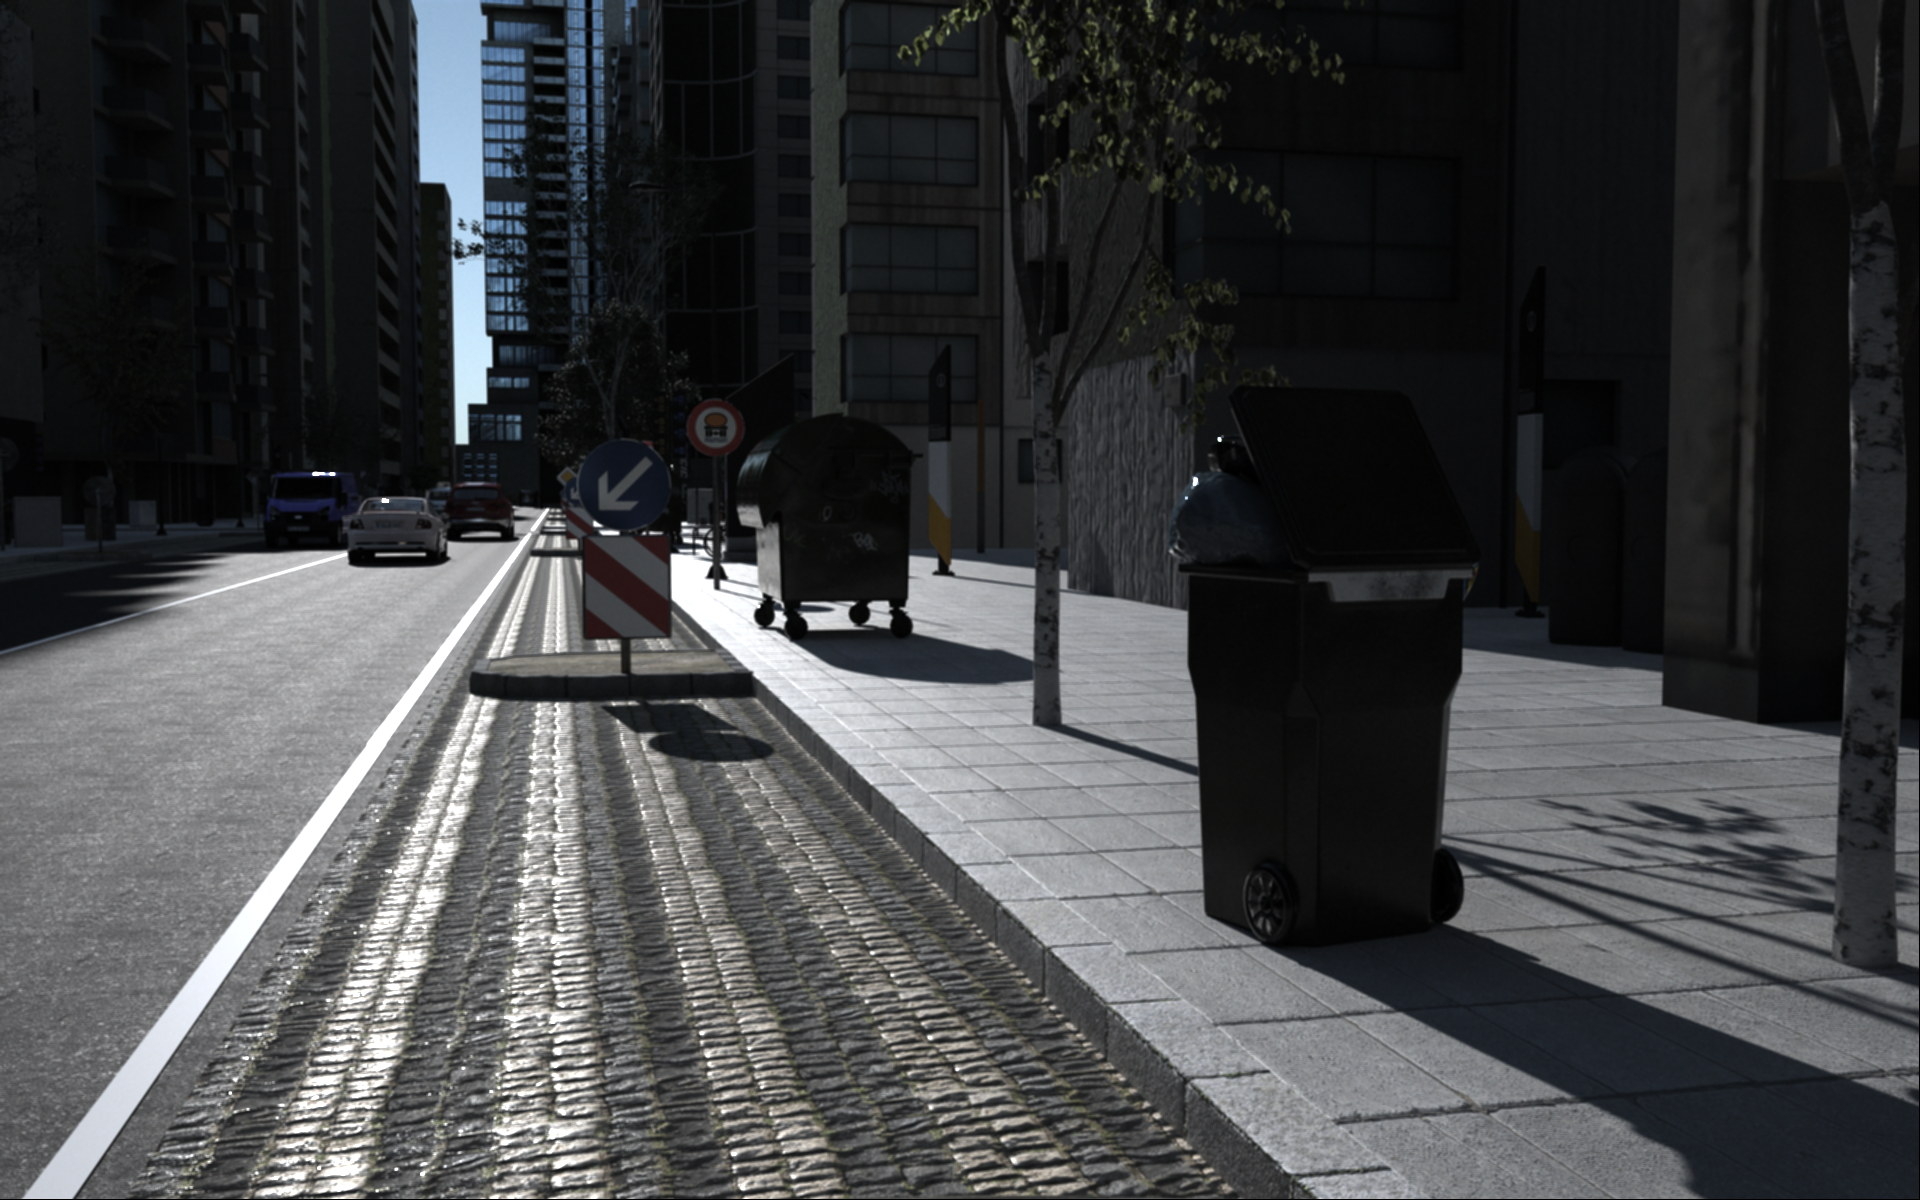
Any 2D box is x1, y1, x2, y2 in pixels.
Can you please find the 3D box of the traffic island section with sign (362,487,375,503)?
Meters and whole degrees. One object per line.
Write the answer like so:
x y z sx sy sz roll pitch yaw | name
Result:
-31.092 -5.045 91.118 1.989 1.847 2.006 -1 4 -13 | traffic island section with sign

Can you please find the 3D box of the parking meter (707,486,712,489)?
-17.043 -6.849 117.691 0.399 1.863 0.255 0 3 0 | parking meter

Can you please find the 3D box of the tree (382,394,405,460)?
-42.400 -10.696 125.237 4.360 8.622 3.978 0 3 0 | tree

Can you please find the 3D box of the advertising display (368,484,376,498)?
-37.473 -6.433 110.401 0.123 1.923 0.974 0 4 6 | advertising display

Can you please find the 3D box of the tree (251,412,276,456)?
-43.703 -9.406 104.158 4.737 8.622 4.395 0 3 0 | tree

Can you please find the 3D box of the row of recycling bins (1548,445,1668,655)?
6.128 -0.402 13.690 1.069 1.692 3.534 -2 4 -29 | row of recycling bins

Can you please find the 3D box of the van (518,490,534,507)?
-49.588 -11.698 198.278 2.013 2.044 4.112 -1 4 -13 | van

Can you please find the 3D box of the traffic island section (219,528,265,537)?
-24.035 -2.264 59.297 2.009 0.180 2.903 -1 4 -13 | traffic island section

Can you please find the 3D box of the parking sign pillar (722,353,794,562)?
-3.846 -2.737 33.221 1.447 3.967 1.447 -1 4 -13 | parking sign pillar

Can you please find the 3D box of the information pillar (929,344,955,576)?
-0.310 -2.202 27.353 0.183 3.616 0.504 -3 4 -38 | information pillar

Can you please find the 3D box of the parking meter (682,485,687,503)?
-17.288 -6.300 108.723 0.255 1.863 0.399 -1 4 -15 | parking meter

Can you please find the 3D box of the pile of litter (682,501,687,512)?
-17.060 -5.720 107.493 1.719 0.858 1.176 2 4 29 | pile of litter

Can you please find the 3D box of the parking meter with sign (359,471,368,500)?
-44.932 -8.276 131.577 1.738 3.016 0.543 3 5 42 | parking meter with sign

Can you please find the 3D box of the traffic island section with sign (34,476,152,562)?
-18.618 -1.756 37.337 1.989 1.847 2.006 -1 4 -13 | traffic island section with sign

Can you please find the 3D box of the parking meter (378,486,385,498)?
-40.996 -7.160 122.780 0.255 1.863 0.399 2 4 28 | parking meter

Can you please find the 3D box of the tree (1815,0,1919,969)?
2.569 -3.297 4.272 4.360 8.622 3.978 0 3 0 | tree

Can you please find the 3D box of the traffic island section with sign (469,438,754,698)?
-2.658 -0.271 13.056 1.989 1.847 2.006 -1 4 -13 | traffic island section with sign

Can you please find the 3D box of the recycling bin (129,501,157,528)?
-31.355 -3.296 66.442 0.722 1.027 0.722 3 4 36 | recycling bin

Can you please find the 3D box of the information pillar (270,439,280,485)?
-29.230 -5.036 73.693 0.183 3.616 0.504 -2 4 -28 | information pillar

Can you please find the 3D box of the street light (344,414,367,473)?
-35.210 -7.844 100.788 1.470 5.913 1.316 -1 4 -13 | street light

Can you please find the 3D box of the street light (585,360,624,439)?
-12.185 -5.373 60.384 1.470 5.913 1.316 -1 4 -13 | street light

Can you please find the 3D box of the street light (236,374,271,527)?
-27.258 -5.765 66.802 1.470 5.913 1.316 -1 4 -13 | street light

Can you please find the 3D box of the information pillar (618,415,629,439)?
-9.966 -3.670 51.362 0.183 3.616 0.504 -3 5 -40 | information pillar

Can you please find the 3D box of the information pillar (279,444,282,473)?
-31.505 -5.414 79.867 0.504 3.616 0.183 -1 4 -17 | information pillar

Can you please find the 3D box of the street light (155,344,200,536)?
-24.225 -4.961 53.646 1.470 5.913 1.316 -1 4 -13 | street light

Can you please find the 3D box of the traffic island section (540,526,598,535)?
-13.910 -2.407 61.630 2.009 0.180 2.903 -1 4 -13 | traffic island section

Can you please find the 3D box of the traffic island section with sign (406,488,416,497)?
-37.275 -6.677 117.802 1.989 1.847 2.006 -1 4 -13 | traffic island section with sign

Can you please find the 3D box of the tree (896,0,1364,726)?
0.642 -3.599 9.208 4.360 8.622 3.978 0 3 0 | tree

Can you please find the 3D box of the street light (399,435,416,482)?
-43.159 -9.957 135.329 1.470 5.913 1.316 -1 4 -13 | street light

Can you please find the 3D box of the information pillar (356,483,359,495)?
-39.301 -6.619 112.707 0.304 2.012 0.304 -1 4 -10 | information pillar

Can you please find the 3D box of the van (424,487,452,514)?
-31.471 -5.998 105.080 2.013 2.044 4.112 -1 4 -14 | van

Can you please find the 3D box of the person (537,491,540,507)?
-45.594 -10.867 186.852 0.551 1.740 0.621 -2 4 -32 | person

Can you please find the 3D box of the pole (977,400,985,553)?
0.457 -2.672 37.529 0.158 3.312 0.155 0 3 0 | pole

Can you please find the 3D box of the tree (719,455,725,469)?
-6.160 -4.409 55.798 4.285 4.588 4.351 0 3 0 | tree

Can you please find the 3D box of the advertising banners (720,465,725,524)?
-10.199 -4.775 74.260 0.090 3.025 2.074 -1 4 -12 | advertising banners

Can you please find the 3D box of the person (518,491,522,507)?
-48.730 -11.210 191.881 0.705 1.812 1.348 0 4 -1 | person

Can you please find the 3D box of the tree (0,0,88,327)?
-20.117 -7.232 28.621 12.009 13.543 11.850 0 3 0 | tree

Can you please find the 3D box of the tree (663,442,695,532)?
-9.995 -3.925 58.767 1.663 3.219 1.824 0 3 0 | tree

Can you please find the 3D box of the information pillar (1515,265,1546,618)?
5.944 -1.633 18.055 0.183 3.616 0.504 0 4 -3 | information pillar

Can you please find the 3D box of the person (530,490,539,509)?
-40.967 -9.712 167.427 1.348 1.807 0.705 -3 5 -40 | person

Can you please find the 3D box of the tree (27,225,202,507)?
-23.646 -6.005 48.545 4.737 8.622 4.395 0 3 0 | tree

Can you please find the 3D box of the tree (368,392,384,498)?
-38.105 -9.519 106.002 4.360 8.622 3.978 0 3 0 | tree

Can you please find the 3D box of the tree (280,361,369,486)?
-35.146 -8.865 95.312 4.360 8.622 3.978 0 3 0 | tree

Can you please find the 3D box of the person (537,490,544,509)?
-39.820 -9.547 164.561 0.705 1.831 1.348 1 4 13 | person

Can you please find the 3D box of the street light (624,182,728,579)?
-4.236 -3.275 26.090 1.470 5.913 1.316 -1 4 -13 | street light

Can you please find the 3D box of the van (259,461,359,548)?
-17.971 -2.675 48.116 2.240 2.365 5.245 -1 4 -12 | van
